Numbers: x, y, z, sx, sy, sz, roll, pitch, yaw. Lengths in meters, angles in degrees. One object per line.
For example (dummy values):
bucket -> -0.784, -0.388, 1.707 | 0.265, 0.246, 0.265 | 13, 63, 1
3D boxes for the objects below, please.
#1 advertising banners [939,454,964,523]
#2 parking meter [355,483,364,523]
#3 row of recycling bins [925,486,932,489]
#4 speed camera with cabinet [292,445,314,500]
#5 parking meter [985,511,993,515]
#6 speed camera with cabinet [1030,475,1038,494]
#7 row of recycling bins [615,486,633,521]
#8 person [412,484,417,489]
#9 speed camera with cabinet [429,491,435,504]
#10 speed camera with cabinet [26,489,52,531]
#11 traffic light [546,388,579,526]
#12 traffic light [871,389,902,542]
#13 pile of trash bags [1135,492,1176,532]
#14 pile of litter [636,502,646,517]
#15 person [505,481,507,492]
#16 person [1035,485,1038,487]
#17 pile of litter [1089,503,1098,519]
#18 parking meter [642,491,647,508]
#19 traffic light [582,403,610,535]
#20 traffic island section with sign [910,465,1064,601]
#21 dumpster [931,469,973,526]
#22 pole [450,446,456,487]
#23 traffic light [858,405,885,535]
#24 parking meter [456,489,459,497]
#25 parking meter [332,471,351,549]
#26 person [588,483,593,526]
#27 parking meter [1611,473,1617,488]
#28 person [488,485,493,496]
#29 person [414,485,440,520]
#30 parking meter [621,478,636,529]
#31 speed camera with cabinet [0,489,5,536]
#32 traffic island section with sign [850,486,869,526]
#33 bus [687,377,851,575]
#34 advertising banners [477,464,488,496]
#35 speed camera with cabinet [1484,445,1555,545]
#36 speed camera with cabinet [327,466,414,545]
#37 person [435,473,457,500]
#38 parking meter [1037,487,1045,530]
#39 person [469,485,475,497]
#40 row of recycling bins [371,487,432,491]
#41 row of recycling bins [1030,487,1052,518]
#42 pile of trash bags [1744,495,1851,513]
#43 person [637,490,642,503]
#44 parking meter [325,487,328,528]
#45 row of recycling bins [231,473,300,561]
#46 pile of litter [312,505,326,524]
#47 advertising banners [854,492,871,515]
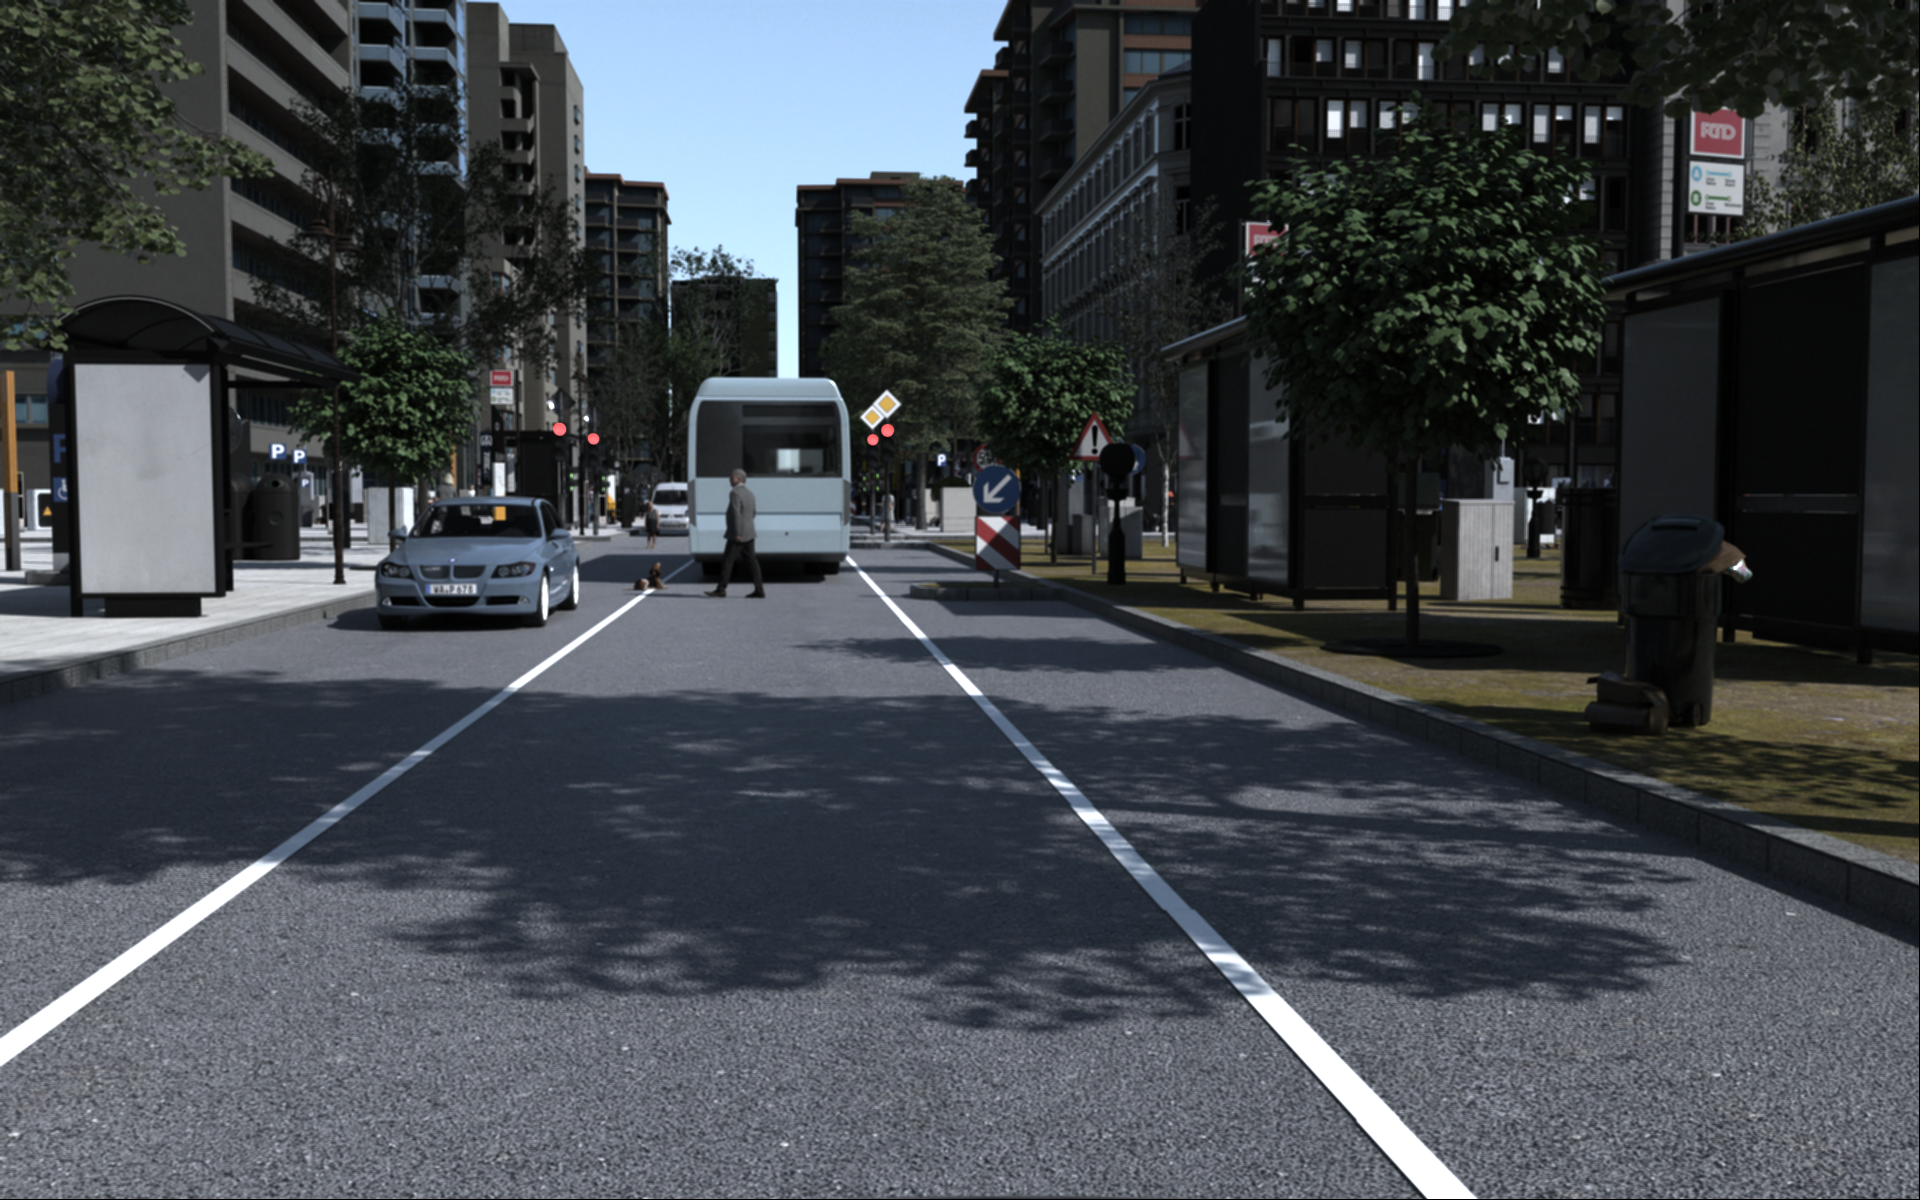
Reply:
advertising banners -> -0.801, -4.899, 76.279 | 2.074, 3.025, 0.090 | -1, 4, -21
parking meter -> -26.374, -4.302, 76.055 | 0.399, 1.863, 0.255 | -1, 4, -17
row of recycling bins -> -1.291, -4.959, 88.194 | 1.069, 1.692, 3.534 | 1, 4, 13
speed camera with cabinet -> -27.226, -4.632, 70.075 | 2.038, 3.252, 0.660 | 1, 4, 9
parking meter -> 1.089, -3.525, 66.043 | 0.372, 1.533, 0.369 | 0, 3, 0
speed camera with cabinet -> 4.343, -7.698, 120.194 | 2.038, 3.252, 0.660 | 1, 4, 13
row of recycling bins -> -16.665, -4.806, 85.691 | 1.069, 1.692, 3.534 | -1, 4, -11
person -> -26.056, -4.755, 83.142 | 0.648, 1.900, 0.474 | 0, 4, -8
speed camera with cabinet -> -28.235, -5.909, 90.940 | 0.660, 3.252, 2.038 | 0, 4, 6
speed camera with cabinet -> -31.944, -4.102, 61.397 | 0.660, 3.252, 2.038 | 3, 4, 36
traffic light -> -10.496, -3.473, 45.703 | 0.839, 4.253, 0.868 | 0, 4, -6
traffic light -> -1.979, -3.526, 46.567 | 0.839, 4.253, 0.868 | 0, 4, -6
pile of trash bags -> 6.848, -3.030, 59.298 | 1.912, 1.369, 3.447 | 1, 4, 18
pile of litter -> -18.656, -5.190, 98.820 | 1.719, 0.858, 1.176 | 3, 5, 45
person -> -16.321, -3.413, 62.414 | 0.524, 1.755, 0.480 | -2, 4, -32
person -> 4.492, -5.664, 98.825 | 0.473, 1.802, 0.592 | 3, 4, 39
pile of litter -> 7.034, -4.583, 88.898 | 1.719, 0.858, 1.176 | 3, 5, 44
parking meter -> -23.178, -7.270, 127.283 | 0.372, 1.533, 0.369 | 0, 3, 0
traffic light -> -11.290, -3.959, 53.648 | 0.839, 4.253, 0.868 | 0, 4, -6
traffic island section with sign -> 0.320, -0.952, 24.194 | 1.989, 1.847, 2.006 | 0, 4, -6
dumpster -> -0.325, -3.986, 67.672 | 1.502, 2.255, 1.985 | 0, 4, -6
pole -> -16.454, -3.816, 56.228 | 0.158, 3.312, 0.155 | 0, 3, 0
traffic light -> -2.773, -4.012, 54.512 | 0.839, 4.253, 0.868 | 0, 4, -6
parking meter -> -26.193, -4.987, 89.953 | 0.372, 1.533, 0.369 | 0, 3, 0
parking meter -> -14.598, -2.149, 40.848 | 0.399, 1.863, 0.255 | 3, 5, 39
person -> -15.123, -3.893, 70.532 | 0.563, 1.720, 0.643 | 3, 5, 42
parking meter -> 18.035, -2.562, 47.593 | 0.255, 1.863, 0.399 | 1, 4, 9
person -> -23.440, -4.902, 86.534 | 0.444, 1.785, 0.601 | -1, 4, -21
person -> -12.508, -2.104, 40.644 | 0.583, 1.804, 0.606 | 0, 4, 3
parking meter -> -12.431, -3.602, 64.607 | 0.399, 1.863, 0.255 | -2, 4, -23
speed camera with cabinet -> -29.476, -3.545, 52.291 | 0.660, 3.252, 2.038 | -1, 4, -12
traffic island section with sign -> -5.230, -4.339, 79.574 | 1.989, 1.847, 2.006 | 0, 4, -6
bus -> -3.697, -2.391, 33.949 | 2.948, 3.499, 13.247 | 0, 4, -6
advertising banners -> -27.275, -6.399, 100.806 | 2.074, 3.025, 0.090 | 1, 4, 21
speed camera with cabinet -> 14.152, -3.036, 43.978 | 2.038, 3.252, 0.660 | -2, 4, -25
speed camera with cabinet -> -14.855, -3.015, 43.639 | 2.038, 3.252, 0.660 | 1, 4, 10
person -> -12.648, -2.230, 42.691 | 0.537, 1.800, 0.526 | 0, 4, -7
parking meter -> 2.930, -3.278, 62.004 | 0.372, 1.533, 0.369 | 0, 3, 0
person -> -27.493, -5.585, 97.589 | 0.478, 1.798, 0.641 | 0, 4, 4
row of recycling bins -> -30.842, -5.403, 95.459 | 3.534, 1.692, 1.069 | -1, 4, -11
row of recycling bins -> 3.809, -5.375, 94.992 | 3.534, 1.692, 1.069 | 1, 4, 18
pile of trash bags -> 18.257, -1.734, 38.095 | 3.447, 1.369, 1.912 | 3, 5, 40
person -> -34.129, -10.870, 184.482 | 1.217, 1.735, 0.721 | 0, 4, 1
parking meter -> -23.989, -3.523, 66.014 | 0.372, 1.533, 0.369 | 0, 3, 0
row of recycling bins -> -14.575, -1.624, 33.657 | 3.534, 1.692, 1.069 | 0, 4, 3
pile of litter -> -26.991, -3.664, 73.875 | 1.719, 0.858, 1.176 | 0, 4, 8
advertising banners -> -5.562, -6.741, 106.395 | 2.074, 3.025, 0.090 | -1, 4, -14
